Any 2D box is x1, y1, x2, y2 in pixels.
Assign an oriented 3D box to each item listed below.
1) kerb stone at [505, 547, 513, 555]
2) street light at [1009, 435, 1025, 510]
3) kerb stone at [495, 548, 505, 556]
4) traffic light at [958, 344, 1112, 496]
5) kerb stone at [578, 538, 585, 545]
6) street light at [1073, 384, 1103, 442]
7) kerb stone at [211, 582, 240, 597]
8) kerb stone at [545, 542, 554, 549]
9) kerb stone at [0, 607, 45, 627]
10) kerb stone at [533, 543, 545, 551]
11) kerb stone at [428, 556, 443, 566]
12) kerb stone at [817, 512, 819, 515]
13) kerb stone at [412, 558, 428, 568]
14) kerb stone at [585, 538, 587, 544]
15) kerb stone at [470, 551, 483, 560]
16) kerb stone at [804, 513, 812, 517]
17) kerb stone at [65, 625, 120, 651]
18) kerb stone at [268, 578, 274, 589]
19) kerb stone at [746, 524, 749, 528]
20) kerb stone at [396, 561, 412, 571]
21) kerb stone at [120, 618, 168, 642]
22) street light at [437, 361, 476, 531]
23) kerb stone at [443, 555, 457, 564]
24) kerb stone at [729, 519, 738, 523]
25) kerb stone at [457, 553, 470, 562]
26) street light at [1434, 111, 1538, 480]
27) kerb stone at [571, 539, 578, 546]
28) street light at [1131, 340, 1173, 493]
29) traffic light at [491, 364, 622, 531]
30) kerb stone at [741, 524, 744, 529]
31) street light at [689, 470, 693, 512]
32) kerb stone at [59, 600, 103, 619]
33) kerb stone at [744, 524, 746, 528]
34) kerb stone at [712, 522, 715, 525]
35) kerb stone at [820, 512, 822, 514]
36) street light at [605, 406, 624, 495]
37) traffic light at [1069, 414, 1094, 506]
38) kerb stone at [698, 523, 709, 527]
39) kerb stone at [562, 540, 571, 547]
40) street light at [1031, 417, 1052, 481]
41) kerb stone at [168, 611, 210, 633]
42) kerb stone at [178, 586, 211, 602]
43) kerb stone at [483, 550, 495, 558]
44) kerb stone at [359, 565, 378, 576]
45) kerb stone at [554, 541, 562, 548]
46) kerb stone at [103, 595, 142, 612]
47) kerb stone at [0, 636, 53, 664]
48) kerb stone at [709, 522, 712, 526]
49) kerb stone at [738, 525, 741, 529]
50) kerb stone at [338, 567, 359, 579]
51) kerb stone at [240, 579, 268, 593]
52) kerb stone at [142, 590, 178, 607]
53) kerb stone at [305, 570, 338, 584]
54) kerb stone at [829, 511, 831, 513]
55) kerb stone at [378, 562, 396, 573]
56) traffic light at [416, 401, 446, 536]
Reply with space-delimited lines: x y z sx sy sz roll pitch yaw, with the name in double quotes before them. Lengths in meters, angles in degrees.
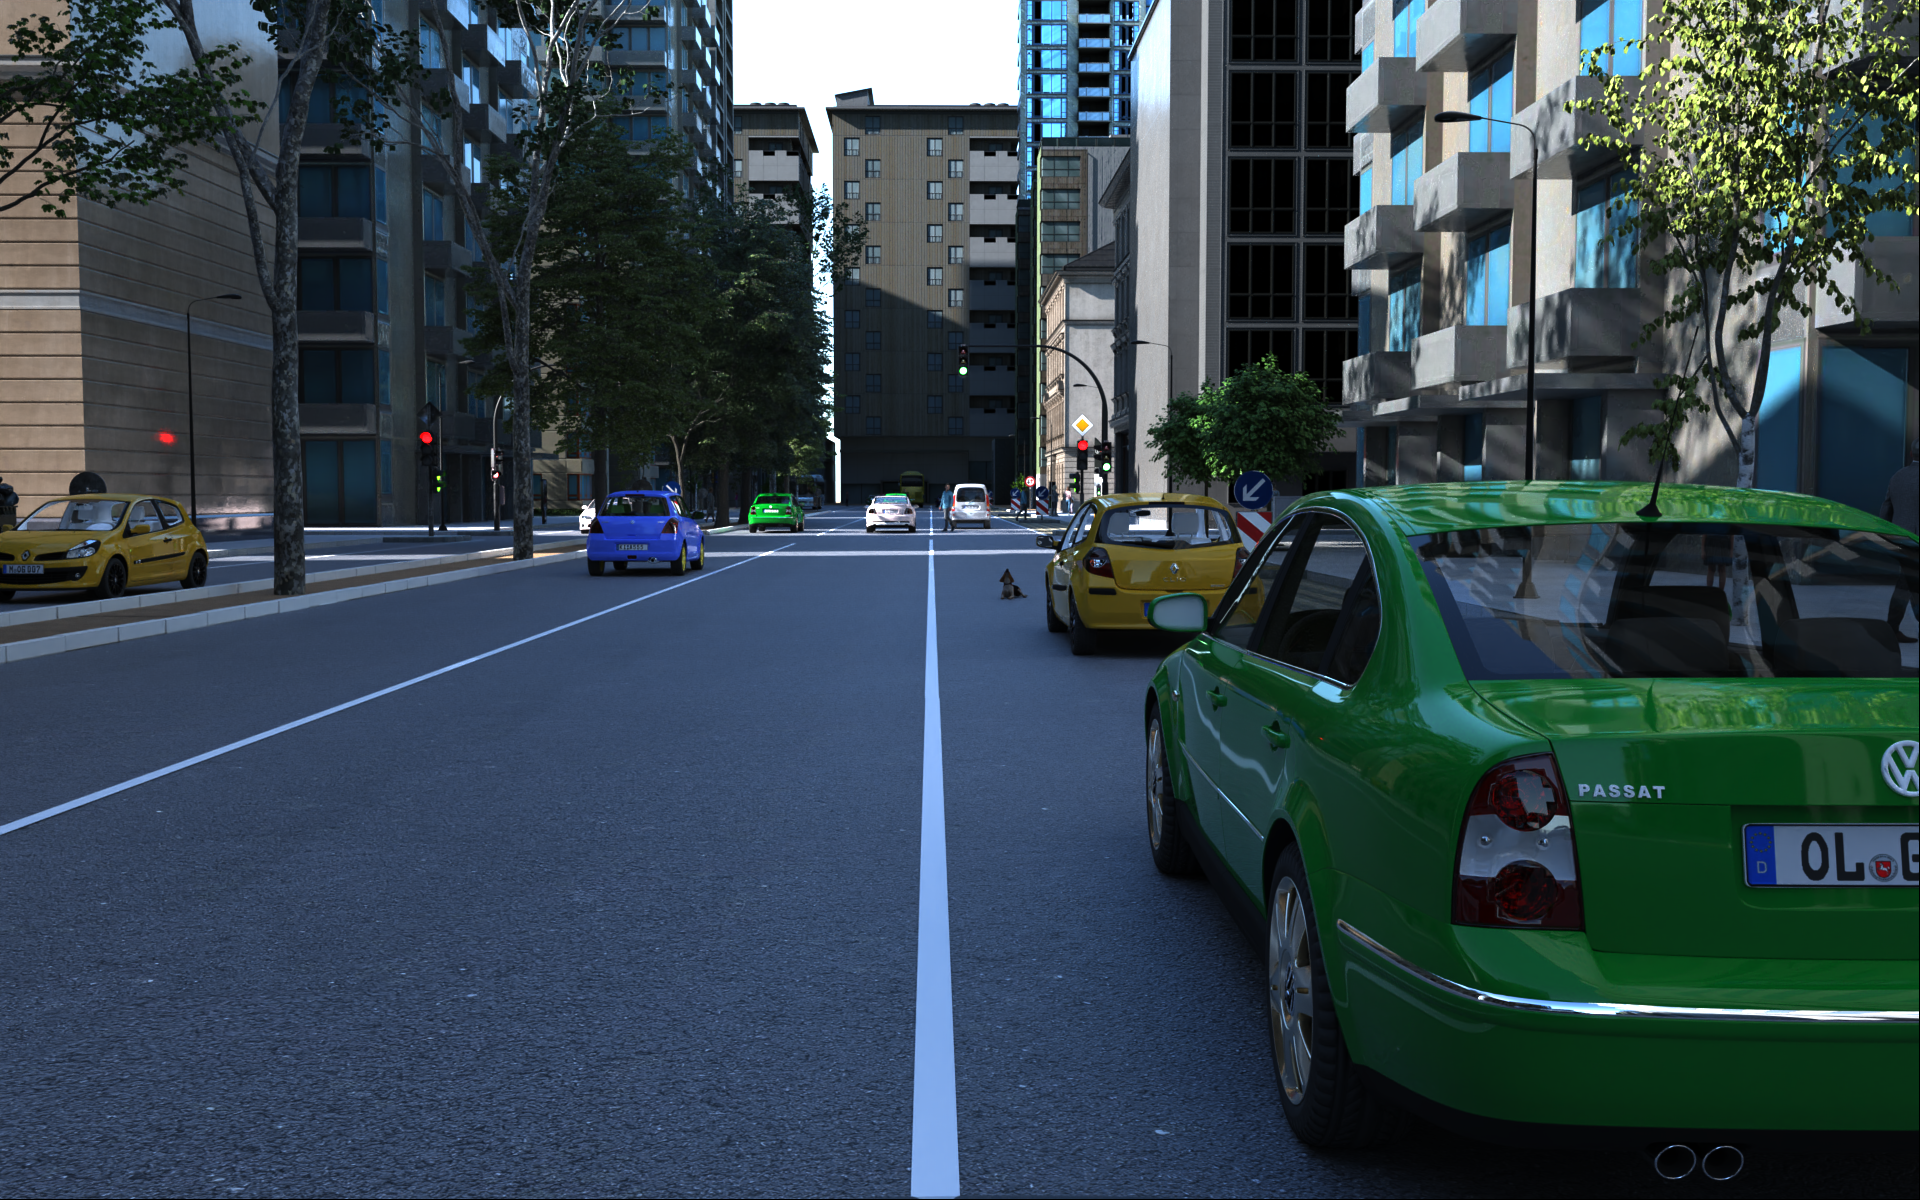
"kerb stone" -10.685 -1.134 40.744 0.120 0.150 1.000 0 4 -1
"street light" 4.543 -9.999 136.024 1.470 5.913 1.316 0 4 -1
"kerb stone" -10.670 -1.072 39.722 0.120 0.150 1.000 0 4 -1
"traffic light" 2.314 -4.773 52.702 4.771 5.953 1.251 0 4 -1
"kerb stone" -10.821 -1.634 48.938 0.120 0.150 1.000 0 4 -1
"street light" 5.472 -6.153 73.149 1.470 5.913 1.316 0 4 -1
"kerb stone" -10.407 -0.130 24.324 0.120 0.150 1.000 0 4 -1
"kerb stone" -10.750 -1.386 44.849 0.120 0.150 1.000 0 4 -1
"kerb stone" -10.334 0.183 19.210 0.120 0.150 1.000 0 4 -1
"kerb stone" -10.737 -1.323 43.827 0.120 0.150 1.000 0 4 -1
"kerb stone" -10.586 -0.754 34.587 0.120 0.150 1.000 0 4 -1
"kerb stone" -9.878 -5.871 118.194 0.120 0.150 1.000 0 4 -1
"kerb stone" -10.570 -0.687 33.566 0.120 0.150 1.000 0 4 -1
"kerb stone" -10.837 -1.698 49.960 0.120 0.150 1.000 0 4 -1
"kerb stone" -10.630 -0.947 37.676 0.120 0.150 1.000 0 4 -1
"kerb stone" -9.749 -5.433 111.026 0.120 0.150 1.000 0 4 -1
"kerb stone" -8.182 0.366 16.218 0.120 0.150 1.000 0 4 -1
"kerb stone" -10.449 -0.256 26.377 0.120 0.150 1.000 0 4 -1
"kerb stone" -9.118 -3.113 73.099 0.120 0.150 1.000 0 4 -1
"kerb stone" -10.549 -0.632 32.535 0.120 0.150 1.000 0 4 -1
"kerb stone" -8.195 0.306 17.240 0.120 0.150 1.000 0 4 -1
"street light" -17.540 -5.372 60.376 1.470 5.913 1.316 0 4 -1
"kerb stone" -10.599 -0.818 35.612 0.120 0.150 1.000 0 4 -1
"kerb stone" -11.465 -3.988 87.392 0.120 0.150 1.000 0 4 -1
"kerb stone" -10.616 -0.878 36.636 0.120 0.150 1.000 0 4 -1
"street light" 6.454 -2.976 21.194 1.470 5.913 1.316 0 4 -1
"kerb stone" -10.804 -1.571 47.917 0.120 0.150 1.000 0 4 -1
"street light" 5.851 -4.888 52.462 1.470 5.913 1.316 0 4 -1
"traffic light" -14.096 -5.254 60.578 4.771 5.953 1.251 0 4 -1
"kerb stone" -9.083 -2.988 71.049 0.120 0.150 1.000 0 4 -1
"street light" -18.720 -9.255 123.862 1.470 5.913 1.316 0 4 -1
"kerb stone" -10.341 0.120 20.232 0.120 0.150 1.000 0 4 -1
"kerb stone" -9.104 -3.048 72.072 0.120 0.150 1.000 0 4 -1
"kerb stone" -11.311 -3.415 78.163 0.120 0.150 1.000 0 4 -1
"kerb stone" -9.922 -6.055 121.260 0.120 0.150 1.000 0 4 -1
"street light" -18.234 -7.285 91.643 1.470 5.913 1.316 0 4 -1
"traffic light" 4.272 -4.400 60.862 0.839 4.253 0.868 0 4 -1
"kerb stone" -11.270 -3.298 76.117 0.120 0.150 1.000 0 4 -1
"kerb stone" -10.779 -1.511 46.895 0.120 0.150 1.000 0 4 -1
"street light" 4.982 -8.086 104.753 1.470 5.913 1.316 0 4 -1
"kerb stone" -8.205 0.248 18.263 0.120 0.150 1.000 0 4 -1
"kerb stone" -10.387 -0.068 23.303 0.120 0.150 1.000 0 4 -1
"kerb stone" -10.640 -1.007 38.698 0.120 0.150 1.000 0 4 -1
"kerb stone" -10.515 -0.507 30.490 0.120 0.150 1.000 0 4 -1
"kerb stone" -10.771 -1.448 45.873 0.120 0.150 1.000 0 4 -1
"kerb stone" -10.360 0.058 21.254 0.120 0.150 1.000 0 4 -1
"kerb stone" -8.157 0.432 15.196 0.120 0.150 1.000 0 4 -1
"kerb stone" -11.287 -3.360 77.140 0.120 0.150 1.000 0 4 -1
"kerb stone" -9.073 -2.915 70.022 0.120 0.150 1.000 0 4 -1
"kerb stone" -10.500 -0.444 29.459 0.120 0.150 1.000 0 4 -1
"kerb stone" -10.422 -0.193 25.355 0.120 0.150 1.000 0 4 -1
"kerb stone" -10.372 -0.005 22.276 0.120 0.150 1.000 0 4 -1
"kerb stone" -10.479 -0.381 28.432 0.120 0.150 1.000 0 4 -1
"kerb stone" -10.094 -6.686 131.510 0.120 0.150 1.000 0 4 -1
"kerb stone" -10.531 -0.570 31.514 0.120 0.150 1.000 0 4 -1
"traffic light" -16.054 -3.890 52.524 0.839 4.253 0.868 0 4 -1
